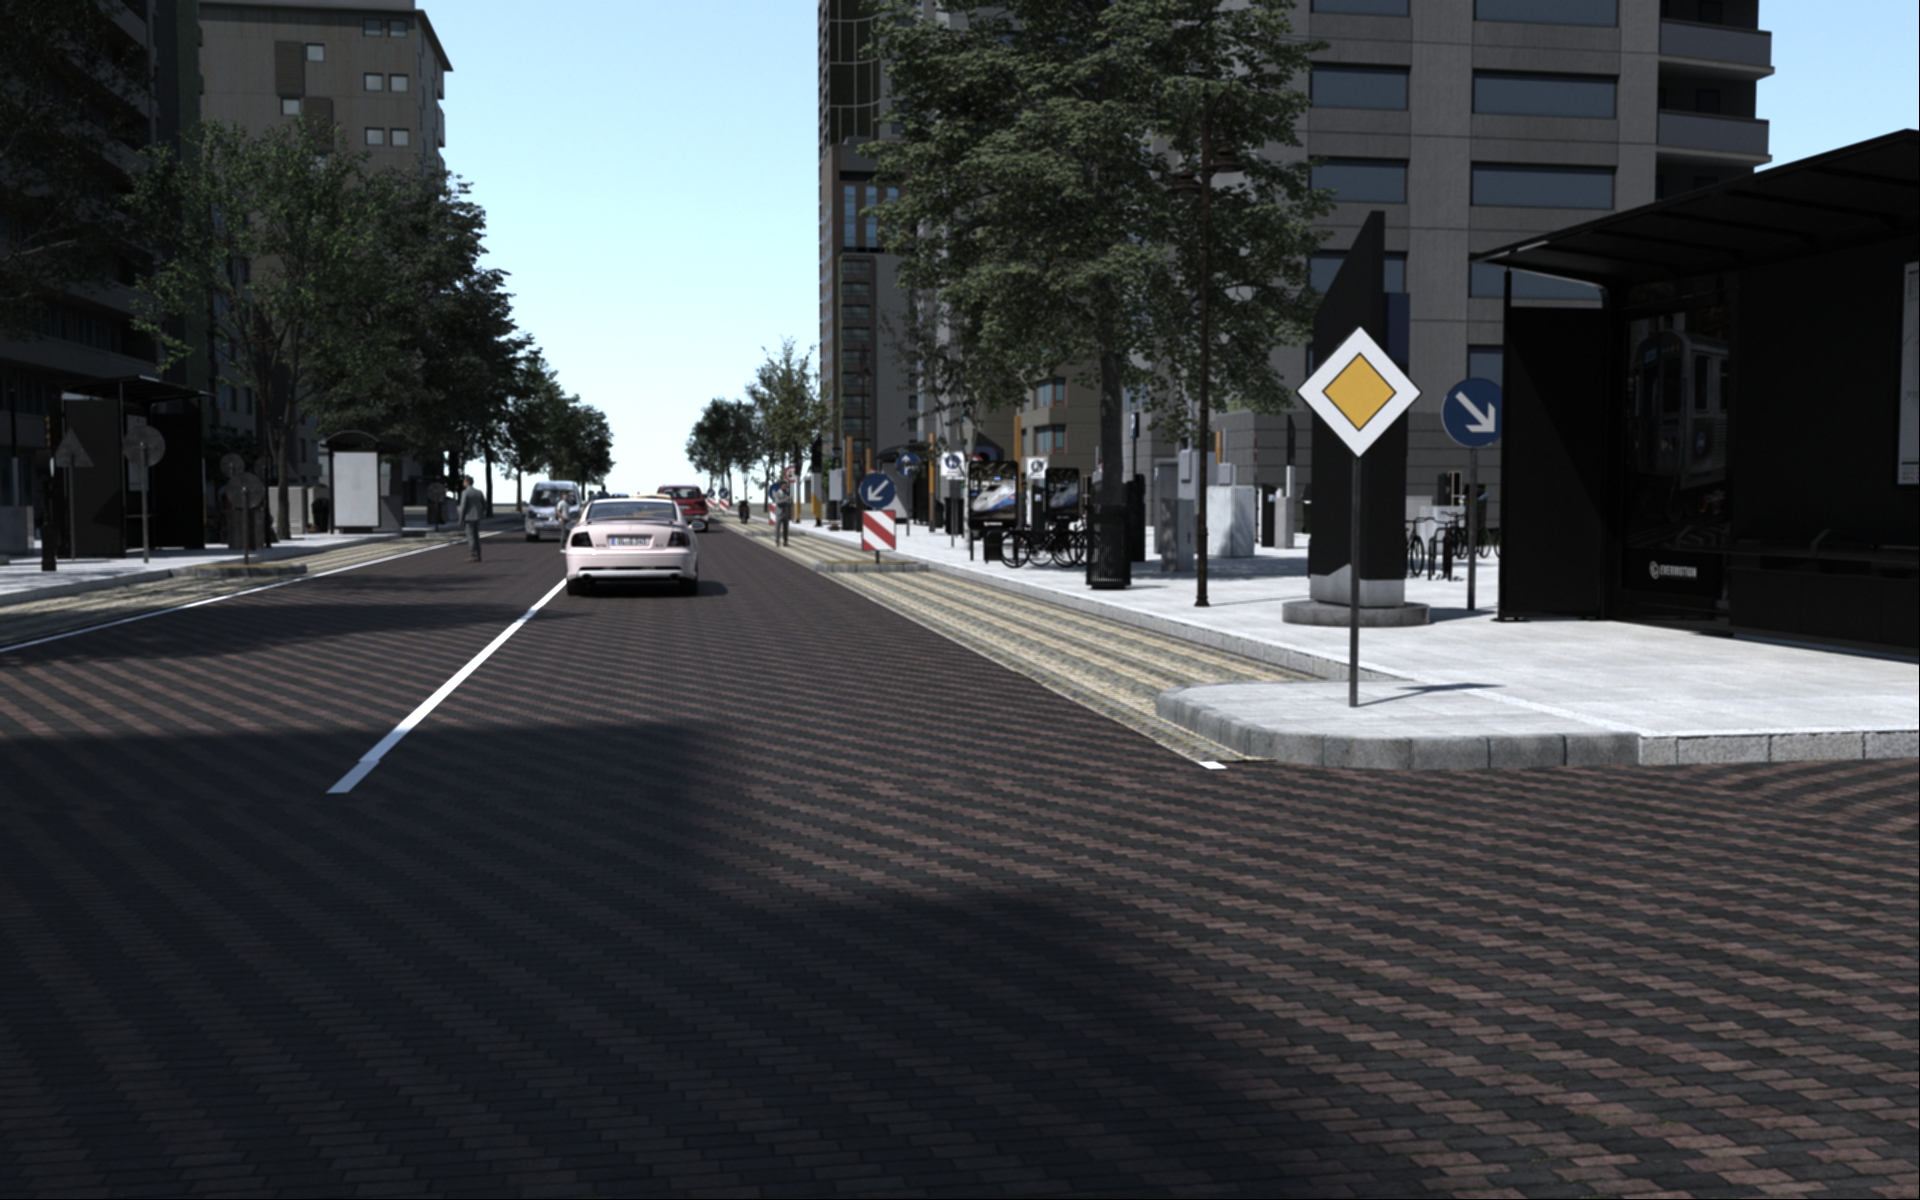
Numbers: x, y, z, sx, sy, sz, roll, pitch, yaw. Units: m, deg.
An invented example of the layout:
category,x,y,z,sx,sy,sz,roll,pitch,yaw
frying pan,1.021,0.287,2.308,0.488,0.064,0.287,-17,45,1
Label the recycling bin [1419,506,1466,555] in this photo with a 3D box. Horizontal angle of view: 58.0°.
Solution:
category,x,y,z,sx,sy,sz,roll,pitch,yaw
recycling bin,10.210,-1.475,36.664,0.722,1.027,0.722,-1,4,-12

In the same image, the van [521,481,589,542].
category,x,y,z,sx,sy,sz,roll,pitch,yaw
van,-12.393,-2.818,53.088,2.013,2.044,4.112,-1,4,-11

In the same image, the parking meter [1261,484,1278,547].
category,x,y,z,sx,sy,sz,roll,pitch,yaw
parking meter,7.479,-2.046,41.863,0.372,1.533,0.369,0,3,0

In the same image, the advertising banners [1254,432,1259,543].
category,x,y,z,sx,sy,sz,roll,pitch,yaw
advertising banners,7.838,-3.034,45.786,0.090,3.025,2.074,0,4,8

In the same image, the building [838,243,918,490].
category,x,y,z,sx,sy,sz,roll,pitch,yaw
building,-7.499,-26.437,203.950,14.160,30.474,14.107,-1,4,-10

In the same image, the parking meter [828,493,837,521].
category,x,y,z,sx,sy,sz,roll,pitch,yaw
parking meter,-6.175,-4.777,83.814,0.399,1.863,0.255,2,4,33

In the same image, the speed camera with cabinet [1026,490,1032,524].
category,x,y,z,sx,sy,sz,roll,pitch,yaw
speed camera with cabinet,2.309,-4.976,75.685,2.038,3.252,0.660,2,4,27

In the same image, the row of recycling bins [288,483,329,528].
category,x,y,z,sx,sy,sz,roll,pitch,yaw
row of recycling bins,-24.890,-3.585,65.730,1.069,1.692,3.534,-3,5,-42

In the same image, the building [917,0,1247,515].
category,x,y,z,sx,sy,sz,roll,pitch,yaw
building,7.207,-36.246,134.621,21.231,58.520,28.212,-1,4,-10

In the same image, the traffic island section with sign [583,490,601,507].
category,x,y,z,sx,sy,sz,roll,pitch,yaw
traffic island section with sign,-40.071,-10.998,188.445,1.989,1.847,2.006,-1,4,-10

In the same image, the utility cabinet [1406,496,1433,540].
category,x,y,z,sx,sy,sz,roll,pitch,yaw
utility cabinet,12.641,-2.274,48.343,1.020,1.237,0.306,-1,4,-11

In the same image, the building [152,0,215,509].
category,x,y,z,sx,sy,sz,roll,pitch,yaw
building,-46.278,-24.554,85.057,14.154,41.232,14.086,-1,4,-10

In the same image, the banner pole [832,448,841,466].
category,x,y,z,sx,sy,sz,roll,pitch,yaw
banner pole,-5.695,-5.648,82.355,0.863,3.779,0.401,1,4,17

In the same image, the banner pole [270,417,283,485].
category,x,y,z,sx,sy,sz,roll,pitch,yaw
banner pole,-21.997,-4.027,55.863,0.401,3.779,0.863,1,4,12

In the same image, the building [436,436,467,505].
category,x,y,z,sx,sy,sz,roll,pitch,yaw
building,-77.141,-31.790,211.646,32.217,40.220,23.993,-1,4,-10

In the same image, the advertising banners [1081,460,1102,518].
category,x,y,z,sx,sy,sz,roll,pitch,yaw
advertising banners,6.326,-5.562,87.123,2.074,3.025,0.090,1,4,12

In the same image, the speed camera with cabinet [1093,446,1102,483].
category,x,y,z,sx,sy,sz,roll,pitch,yaw
speed camera with cabinet,6.003,-4.698,71.148,0.660,3.252,2.038,-1,4,-11

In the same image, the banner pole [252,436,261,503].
category,x,y,z,sx,sy,sz,roll,pitch,yaw
banner pole,-30.574,-5.221,75.374,0.863,3.779,0.401,3,5,41

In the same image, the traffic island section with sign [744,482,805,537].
category,x,y,z,sx,sy,sz,roll,pitch,yaw
traffic island section with sign,-6.358,-3.084,59.057,1.989,1.847,2.006,-1,4,-10

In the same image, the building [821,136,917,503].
category,x,y,z,sx,sy,sz,roll,pitch,yaw
building,-9.816,-34.713,217.664,14.600,45.320,14.200,-1,4,-10

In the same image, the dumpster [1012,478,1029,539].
category,x,y,z,sx,sy,sz,roll,pitch,yaw
dumpster,1.248,-2.729,50.370,1.264,1.857,1.865,-1,4,-10

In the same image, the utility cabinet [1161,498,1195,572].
category,x,y,z,sx,sy,sz,roll,pitch,yaw
utility cabinet,3.651,-1.088,28.951,0.306,1.237,1.020,2,4,23

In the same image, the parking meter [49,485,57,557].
category,x,y,z,sx,sy,sz,roll,pitch,yaw
parking meter,-18.420,-1.820,35.471,0.399,1.863,0.255,1,4,20

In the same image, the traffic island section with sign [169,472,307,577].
category,x,y,z,sx,sy,sz,roll,pitch,yaw
traffic island section with sign,-12.748,-1.353,30.756,1.989,1.847,2.006,-1,4,-10

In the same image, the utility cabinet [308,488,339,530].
category,x,y,z,sx,sy,sz,roll,pitch,yaw
utility cabinet,-22.500,-3.219,61.313,0.318,1.500,1.173,2,4,31

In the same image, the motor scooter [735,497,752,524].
category,x,y,z,sx,sy,sz,roll,pitch,yaw
motor scooter,-10.419,-4.327,83.517,0.815,1.314,1.986,-1,4,-11

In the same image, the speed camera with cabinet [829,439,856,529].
category,x,y,z,sx,sy,sz,roll,pitch,yaw
speed camera with cabinet,-4.045,-4.209,63.159,0.660,3.252,2.038,2,4,25

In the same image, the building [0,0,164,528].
category,x,y,z,sx,sy,sz,roll,pitch,yaw
building,-45.011,-27.030,65.650,21.300,48.544,21.600,-1,4,-10

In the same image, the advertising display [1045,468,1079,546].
category,x,y,z,sx,sy,sz,roll,pitch,yaw
advertising display,2.506,-2.281,42.515,0.974,1.923,0.123,-2,4,-34

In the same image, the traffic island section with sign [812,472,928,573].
category,x,y,z,sx,sy,sz,roll,pitch,yaw
traffic island section with sign,-1.727,-1.446,32.278,1.989,1.847,2.006,-1,4,-10

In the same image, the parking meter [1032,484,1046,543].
category,x,y,z,sx,sy,sz,roll,pitch,yaw
parking meter,2.061,-2.252,45.224,0.372,1.533,0.369,0,3,0

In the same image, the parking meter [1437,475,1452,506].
category,x,y,z,sx,sy,sz,roll,pitch,yaw
parking meter,14.579,-2.839,52.134,0.399,1.863,0.255,-3,5,-39

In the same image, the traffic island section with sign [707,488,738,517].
category,x,y,z,sx,sy,sz,roll,pitch,yaw
traffic island section with sign,-14.960,-6.119,108.673,1.989,1.847,2.006,-1,4,-10

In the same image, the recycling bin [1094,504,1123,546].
category,x,y,z,sx,sy,sz,roll,pitch,yaw
recycling bin,3.681,-1.791,41.834,0.722,1.027,0.722,-1,4,-19

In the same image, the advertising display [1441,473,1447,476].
category,x,y,z,sx,sy,sz,roll,pitch,yaw
advertising display,14.968,-2.961,53.632,0.123,1.923,0.974,1,4,12

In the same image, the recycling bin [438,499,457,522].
category,x,y,z,sx,sy,sz,roll,pitch,yaw
recycling bin,-23.954,-4.175,80.815,0.722,1.027,0.722,1,4,18

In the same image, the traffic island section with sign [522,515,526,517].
category,x,y,z,sx,sy,sz,roll,pitch,yaw
traffic island section with sign,-25.926,-6.007,106.840,1.989,1.847,2.006,-1,4,-10

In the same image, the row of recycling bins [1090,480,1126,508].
category,x,y,z,sx,sy,sz,roll,pitch,yaw
row of recycling bins,4.343,-2.636,50.218,1.069,1.692,3.534,1,4,9

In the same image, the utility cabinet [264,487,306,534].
category,x,y,z,sx,sy,sz,roll,pitch,yaw
utility cabinet,-21.450,-2.835,55.028,1.173,1.500,0.318,0,4,-1

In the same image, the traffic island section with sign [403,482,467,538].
category,x,y,z,sx,sy,sz,roll,pitch,yaw
traffic island section with sign,-17.402,-2.998,57.642,1.989,1.847,2.006,-1,4,-10

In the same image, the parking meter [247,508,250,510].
category,x,y,z,sx,sy,sz,roll,pitch,yaw
parking meter,-27.885,-3.618,67.567,0.372,1.533,0.369,0,3,0

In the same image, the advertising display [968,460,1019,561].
category,x,y,z,sx,sy,sz,roll,pitch,yaw
advertising display,0.642,-1.716,33.277,0.974,1.923,0.123,1,4,16

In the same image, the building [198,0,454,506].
category,x,y,z,sx,sy,sz,roll,pitch,yaw
building,-70.295,-36.522,186.368,28.713,52.752,27.495,-1,4,-10

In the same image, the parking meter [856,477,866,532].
category,x,y,z,sx,sy,sz,roll,pitch,yaw
parking meter,-3.327,-3.234,58.590,0.399,1.863,0.255,0,4,0

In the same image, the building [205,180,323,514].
category,x,y,z,sx,sy,sz,roll,pitch,yaw
building,-56.344,-15.942,105.692,27.650,21.520,28.899,-1,4,-10

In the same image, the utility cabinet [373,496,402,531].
category,x,y,z,sx,sy,sz,roll,pitch,yaw
utility cabinet,-20.289,-3.063,61.248,1.020,1.237,0.306,-2,4,-35

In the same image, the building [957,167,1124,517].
category,x,y,z,sx,sy,sz,roll,pitch,yaw
building,15.894,-16.090,108.112,27.650,21.520,28.899,-1,4,-10

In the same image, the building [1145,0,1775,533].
category,x,y,z,sx,sy,sz,roll,pitch,yaw
building,17.507,-32.310,70.262,21.231,58.520,28.212,-1,4,-10

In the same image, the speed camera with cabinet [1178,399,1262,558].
category,x,y,z,sx,sy,sz,roll,pitch,yaw
speed camera with cabinet,5.252,-2.518,35.502,0.660,3.252,2.038,-2,4,-25

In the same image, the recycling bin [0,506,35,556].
category,x,y,z,sx,sy,sz,roll,pitch,yaw
recycling bin,-19.806,-1.444,36.166,0.722,1.027,0.722,-1,4,-17

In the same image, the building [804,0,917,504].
category,x,y,z,sx,sy,sz,roll,pitch,yaw
building,-10.196,-48.697,234.440,20.563,71.187,20.611,-1,4,-10

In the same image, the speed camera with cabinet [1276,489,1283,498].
category,x,y,z,sx,sy,sz,roll,pitch,yaw
speed camera with cabinet,8.612,-3.516,51.816,2.038,3.252,0.660,0,4,8

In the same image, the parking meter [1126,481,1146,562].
category,x,y,z,sx,sy,sz,roll,pitch,yaw
parking meter,3.318,-1.487,32.716,0.372,1.533,0.369,0,3,0
